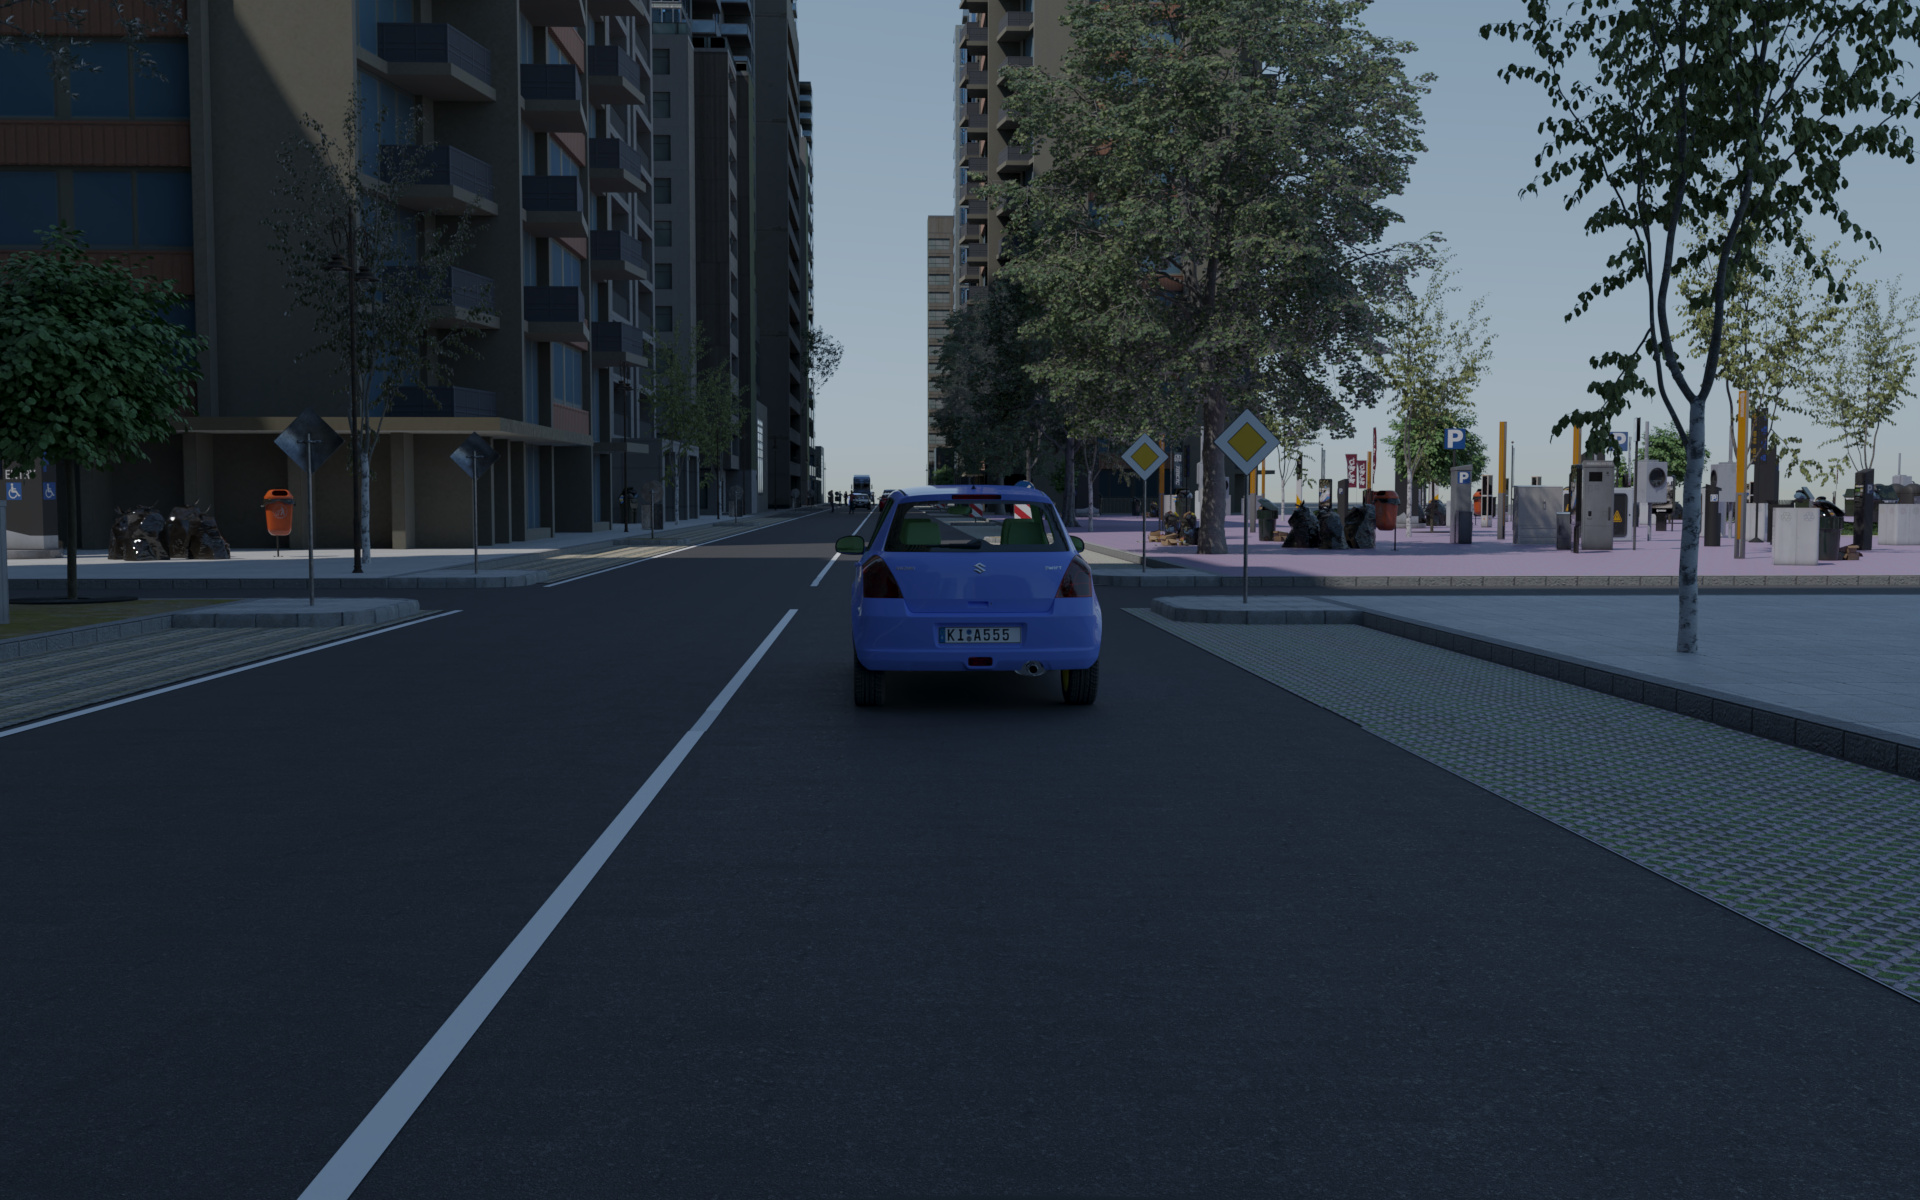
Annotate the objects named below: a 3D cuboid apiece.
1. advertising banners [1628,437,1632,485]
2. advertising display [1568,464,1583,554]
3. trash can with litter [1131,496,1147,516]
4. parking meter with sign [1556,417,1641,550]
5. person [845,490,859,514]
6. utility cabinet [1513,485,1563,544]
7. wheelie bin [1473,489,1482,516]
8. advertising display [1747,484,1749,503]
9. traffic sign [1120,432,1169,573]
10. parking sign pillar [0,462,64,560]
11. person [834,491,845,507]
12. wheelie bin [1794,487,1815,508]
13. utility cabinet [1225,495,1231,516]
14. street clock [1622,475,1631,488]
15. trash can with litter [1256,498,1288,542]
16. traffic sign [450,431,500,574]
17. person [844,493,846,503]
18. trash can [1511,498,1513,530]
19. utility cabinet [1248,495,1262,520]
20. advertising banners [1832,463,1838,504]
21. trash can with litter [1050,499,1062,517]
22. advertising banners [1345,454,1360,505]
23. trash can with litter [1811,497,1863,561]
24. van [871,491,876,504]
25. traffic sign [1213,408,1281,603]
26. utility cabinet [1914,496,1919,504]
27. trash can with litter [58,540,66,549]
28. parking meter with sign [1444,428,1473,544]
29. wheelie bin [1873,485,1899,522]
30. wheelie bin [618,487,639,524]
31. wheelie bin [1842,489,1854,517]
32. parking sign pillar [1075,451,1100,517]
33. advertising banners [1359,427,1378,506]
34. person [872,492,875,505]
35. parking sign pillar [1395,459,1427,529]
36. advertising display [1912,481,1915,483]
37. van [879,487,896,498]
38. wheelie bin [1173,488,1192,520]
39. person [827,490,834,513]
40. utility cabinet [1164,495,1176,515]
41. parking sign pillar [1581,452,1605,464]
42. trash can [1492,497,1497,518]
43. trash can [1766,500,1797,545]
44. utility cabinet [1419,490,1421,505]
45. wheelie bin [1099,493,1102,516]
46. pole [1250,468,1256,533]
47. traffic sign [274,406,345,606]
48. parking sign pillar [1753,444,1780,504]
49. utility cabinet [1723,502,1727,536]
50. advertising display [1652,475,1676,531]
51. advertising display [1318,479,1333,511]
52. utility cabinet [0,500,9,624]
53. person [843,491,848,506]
[{"bbox_3d":[20.049,-3.426,52.207,0.090,3.025,2.074,2,4,30],"label":"advertising banners"},{"bbox_3d":[13.407,-1.988,37.711,0.123,1.923,0.974,1,4,12],"label":"advertising display"},{"bbox_3d":[10.543,-5.508,101.444,1.055,1.170,0.624,0,4,-2],"label":"trash can with litter"},{"bbox_3d":[14.597,-2.655,39.664,1.738,3.016,0.543,1,4,15],"label":"parking meter with sign"},{"bbox_3d":[-7.956,-7.174,126.515,1.217,1.743,0.721,-1,4,-22],"label":"person"},{"bbox_3d":[14.597,-2.144,43.732,1.173,1.500,0.318,0,4,-6],"label":"utility cabinet"},{"bbox_3d":[30.043,-5.616,99.722,0.980,1.594,0.693,-2,4,-30],"label":"wheelie bin"},{"bbox_3d":[48.419,-6.137,105.551,0.974,1.923,0.123,2,4,31],"label":"advertising display"},{"bbox_3d":[3.004,-1.505,28.247,0.795,2.450,0.064,0,4,-2],"label":"traffic sign"},{"bbox_3d":[-18.714,-2.814,34.479,1.447,3.967,1.447,1,4,11],"label":"parking sign pillar"},{"bbox_3d":[-13.603,-11.479,196.258,1.350,1.814,0.705,-3,4,-36],"label":"person"},{"bbox_3d":[35.828,-4.015,73.550,0.693,1.594,0.980,3,5,44],"label":"wheelie bin"},{"bbox_3d":[15.556,-5.602,102.761,1.020,1.237,0.306,-2,4,-24],"label":"utility cabinet"},{"bbox_3d":[25.208,-3.729,65.537,0.358,2.002,0.471,0,4,7],"label":"street clock"},{"bbox_3d":[8.528,-2.168,46.838,0.624,1.170,1.055,-3,5,-39],"label":"trash can with litter"},{"bbox_3d":[-7.781,-1.478,27.809,0.795,2.450,0.064,0,4,-2],"label":"traffic sign"},{"bbox_3d":[-16.528,-14.845,251.078,0.599,1.838,0.709,-2,4,-24],"label":"person"},{"bbox_3d":[18.985,-2.867,58.521,0.748,1.137,0.748,0,3,0],"label":"trash can"},{"bbox_3d":[14.654,-4.619,86.676,1.020,1.237,0.306,-2,4,-35],"label":"utility cabinet"},{"bbox_3d":[47.244,-5.952,93.505,0.090,3.025,2.074,1,4,21],"label":"advertising banners"},{"bbox_3d":[4.638,-4.510,85.118,1.055,1.170,0.624,1,4,18],"label":"trash can with litter"},{"bbox_3d":[17.713,-4.821,75.009,2.074,3.025,0.090,1,4,9],"label":"advertising banners"},{"bbox_3d":[16.943,-1.357,33.579,1.055,1.170,0.624,-1,4,-22],"label":"trash can with litter"},{"bbox_3d":[-13.583,-15.417,259.073,2.013,2.044,4.112,0,4,-4],"label":"van"},{"bbox_3d":[3.345,-1.017,20.269,0.795,2.450,0.064,0,4,-2],"label":"traffic sign"},{"bbox_3d":[33.917,-3.068,61.325,0.306,1.237,1.020,2,4,30],"label":"utility cabinet"},{"bbox_3d":[-19.668,-1.569,37.043,1.055,1.170,0.624,-2,4,-32],"label":"trash can with litter"},{"bbox_3d":[13.067,-2.996,45.238,0.543,3.016,1.738,0,4,5],"label":"parking meter with sign"},{"bbox_3d":[32.698,-3.270,61.373,0.980,1.594,0.693,-1,4,-8],"label":"wheelie bin"},{"bbox_3d":[-14.307,-4.101,74.965,0.693,1.594,0.980,2,4,24],"label":"wheelie bin"},{"bbox_3d":[50.682,-5.539,98.476,0.693,1.594,0.980,-3,5,-43],"label":"wheelie bin"},{"bbox_3d":[7.079,-6.611,96.569,1.447,3.967,1.447,-1,4,-9],"label":"parking sign pillar"},{"bbox_3d":[10.898,-3.051,46.077,0.090,3.025,2.074,0,4,6],"label":"advertising banners"},{"bbox_3d":[-11.257,-13.076,223.017,0.721,1.743,1.217,-1,4,-10],"label":"person"},{"bbox_3d":[16.721,-4.668,64.798,1.447,3.967,1.447,-1,4,-8],"label":"parking sign pillar"},{"bbox_3d":[46.583,-4.912,85.527,0.123,1.923,0.974,-3,5,-43],"label":"advertising display"},{"bbox_3d":[-6.143,-8.936,153.116,2.013,2.044,4.112,0,4,-3],"label":"van"},{"bbox_3d":[11.018,-4.741,85.420,0.980,1.594,0.693,-1,4,-17],"label":"wheelie bin"},{"bbox_3d":[-10.112,-7.687,134.714,0.750,1.759,0.617,1,4,14],"label":"person"},{"bbox_3d":[11.942,-5.383,99.167,1.020,1.237,0.306,2,4,35],"label":"utility cabinet"},{"bbox_3d":[31.048,-5.914,85.161,1.447,3.967,1.447,3,4,38],"label":"parking sign pillar"},{"bbox_3d":[28.693,-5.020,93.738,0.748,1.137,0.748,0,3,0],"label":"trash can"},{"bbox_3d":[20.699,-1.959,43.687,0.748,1.137,0.748,0,3,0],"label":"trash can"},{"bbox_3d":[22.418,-4.754,86.411,0.318,1.500,1.173,-3,4,-38],"label":"utility cabinet"},{"bbox_3d":[8.168,-5.856,103.660,0.693,1.594,0.980,0,4,2],"label":"wheelie bin"},{"bbox_3d":[9.722,-3.888,57.407,0.158,3.312,0.155,0,3,0],"label":"pole"},{"bbox_3d":[-7.441,-0.990,19.831,0.795,2.450,0.064,0,4,-2],"label":"traffic sign"},{"bbox_3d":[43.556,-6.426,93.541,1.447,3.967,1.447,-2,4,-26],"label":"parking sign pillar"},{"bbox_3d":[22.986,-2.568,53.142,0.306,1.237,1.020,-2,4,-30],"label":"utility cabinet"},{"bbox_3d":[24.215,-3.336,59.762,0.123,1.923,0.974,-2,4,-33],"label":"advertising display"},{"bbox_3d":[15.389,-4.143,72.945,0.123,1.923,0.974,-1,4,-17],"label":"advertising display"},{"bbox_3d":[-9.842,-0.382,17.410,0.306,1.237,1.020,-3,5,-39],"label":"utility cabinet"},{"bbox_3d":[-14.089,-12.569,214.020,0.705,1.822,1.348,1,4,18],"label":"person"}]
